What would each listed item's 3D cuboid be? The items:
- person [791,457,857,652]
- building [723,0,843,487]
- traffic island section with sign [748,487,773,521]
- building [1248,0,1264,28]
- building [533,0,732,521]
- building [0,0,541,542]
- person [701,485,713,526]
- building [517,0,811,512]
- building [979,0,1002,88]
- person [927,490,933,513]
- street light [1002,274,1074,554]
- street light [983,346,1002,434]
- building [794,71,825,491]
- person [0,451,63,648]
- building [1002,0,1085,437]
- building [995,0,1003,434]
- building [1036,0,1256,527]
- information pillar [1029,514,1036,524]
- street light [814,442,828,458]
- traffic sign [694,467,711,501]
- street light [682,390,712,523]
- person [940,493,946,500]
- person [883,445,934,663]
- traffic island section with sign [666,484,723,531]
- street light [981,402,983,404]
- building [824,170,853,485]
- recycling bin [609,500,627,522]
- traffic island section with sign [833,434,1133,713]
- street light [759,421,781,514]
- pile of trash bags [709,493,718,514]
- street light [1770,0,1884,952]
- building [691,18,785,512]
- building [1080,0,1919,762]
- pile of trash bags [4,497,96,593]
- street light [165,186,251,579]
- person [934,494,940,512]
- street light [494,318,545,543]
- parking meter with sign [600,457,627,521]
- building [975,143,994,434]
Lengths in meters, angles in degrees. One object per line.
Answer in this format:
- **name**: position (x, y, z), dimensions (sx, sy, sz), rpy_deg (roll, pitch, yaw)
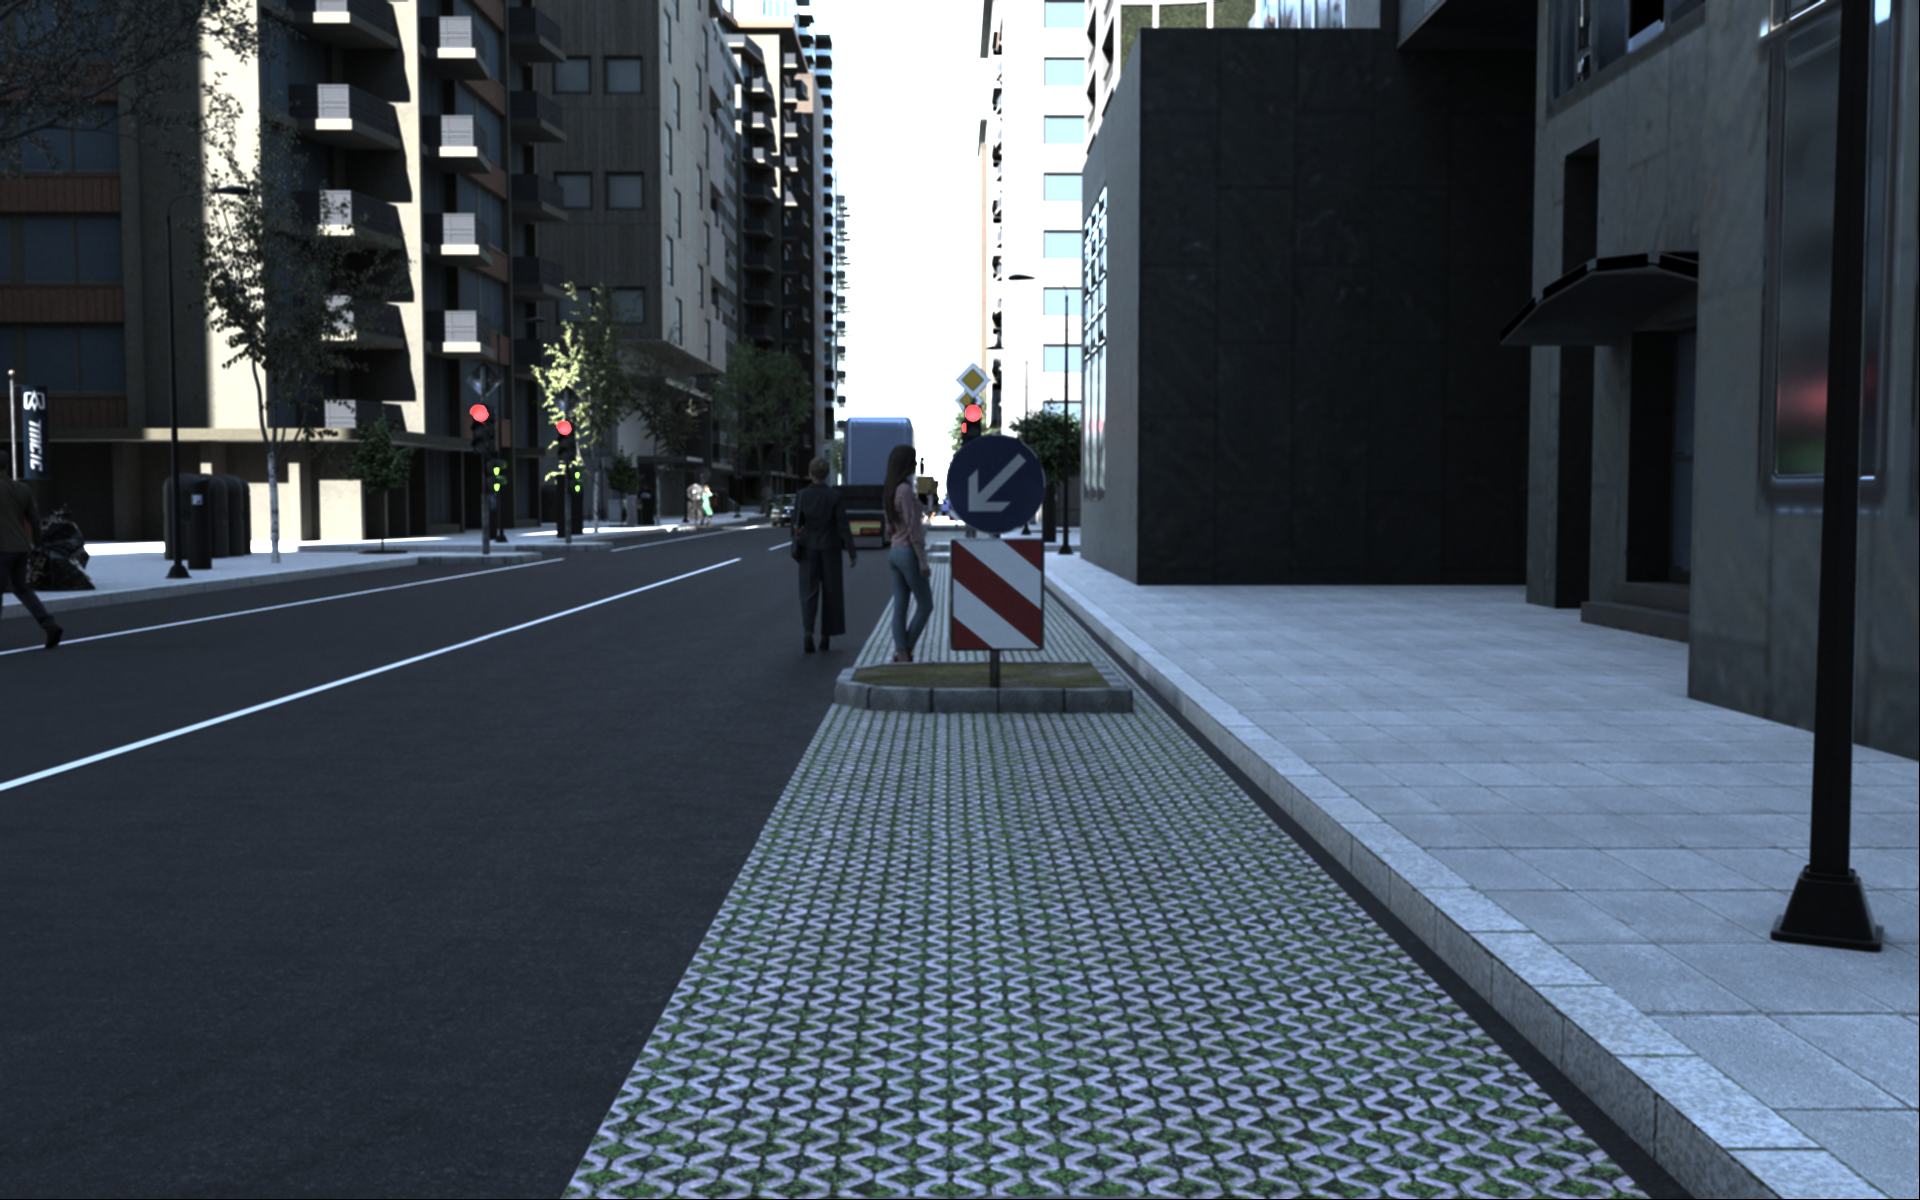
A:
- **person**: position (-1.254, -0.422, 15.822), dimensions (0.576, 1.772, 0.534), rpy_deg (-1, 4, -15)
- **building**: position (-25.737, -55.401, 218.478), dimensions (22.319, 86.520, 31.000), rpy_deg (0, 4, 0)
- **traffic island section with sign**: position (-10.479, -5.244, 94.365), dimensions (1.989, 1.847, 2.006), rpy_deg (0, 4, 0)
- **building**: position (16.943, -24.588, 52.121), dimensions (14.200, 45.320, 14.600), rpy_deg (0, 4, 0)
- **building**: position (-27.662, -30.891, 94.306), dimensions (28.713, 52.752, 27.495), rpy_deg (0, 4, 0)
- **building**: position (-26.048, -24.699, 58.447), dimensions (22.147, 44.769, 28.867), rpy_deg (0, 4, 0)
- **person**: position (-10.519, -3.854, 71.761), dimensions (0.529, 1.795, 0.600), rpy_deg (-1, 4, -16)
- **building**: position (-25.433, -30.835, 158.775), dimensions (22.147, 44.769, 28.867), rpy_deg (0, 4, 0)
- **building**: position (16.561, -36.174, 180.678), dimensions (28.713, 52.752, 27.495), rpy_deg (0, 4, 0)
- **person**: position (-2.286, -7.507, 131.900), dimensions (0.551, 1.740, 0.621), rpy_deg (1, 4, 19)
- **street light**: position (1.716, -3.929, 36.780), dimensions (1.470, 5.913, 1.316), rpy_deg (0, 4, 0)
- **street light**: position (1.547, -5.012, 54.485), dimensions (1.470, 5.913, 1.316), rpy_deg (0, 4, 0)
- **building**: position (-21.566, -32.447, 180.623), dimensions (14.600, 45.320, 14.200), rpy_deg (0, 4, 0)
- **person**: position (-8.735, -0.462, 15.965), dimensions (0.836, 1.842, 0.656), rpy_deg (-1, 4, -14)
- **building**: position (13.065, -34.432, 104.959), dimensions (21.231, 58.520, 28.212), rpy_deg (0, 4, 0)
- **building**: position (14.317, -30.468, 152.777), dimensions (22.147, 44.769, 28.867), rpy_deg (0, 4, 0)
- **building**: position (13.884, -38.613, 69.574), dimensions (20.563, 71.187, 20.611), rpy_deg (0, 4, 0)
- **information pillar**: position (3.089, -4.223, 73.534), dimensions (0.304, 2.012, 0.304), rpy_deg (0, 4, 5)
- **street light**: position (-12.371, -11.083, 153.742), dimensions (1.470, 5.913, 1.316), rpy_deg (0, 4, 0)
- **traffic sign**: position (-12.069, -4.958, 81.163), dimensions (0.768, 2.556, 0.104), rpy_deg (0, 4, 0)
- **street light**: position (-11.777, -6.429, 77.658), dimensions (1.470, 5.913, 1.316), rpy_deg (0, 4, 0)
- **person**: position (-1.017, -8.125, 141.299), dimensions (1.348, 1.831, 0.705), rpy_deg (1, 4, 20)
- **person**: position (-0.404, -0.322, 13.773), dimensions (0.388, 1.821, 0.555), rpy_deg (-3, 4, -36)
- **traffic island section with sign**: position (-10.302, -3.595, 67.411), dimensions (1.989, 1.847, 2.006), rpy_deg (0, 4, 0)
- **street light**: position (1.384, -7.009, 87.131), dimensions (1.470, 5.913, 1.316), rpy_deg (0, 4, 0)
- **building**: position (-27.083, -38.584, 250.464), dimensions (23.786, 49.044, 30.456), rpy_deg (0, 4, 0)
- **recycling bin**: position (-15.858, -4.149, 80.393), dimensions (0.722, 1.027, 0.722), rpy_deg (0, 4, 5)
- **traffic island section with sign**: position (0.125, -0.218, 12.190), dimensions (1.989, 1.847, 2.006), rpy_deg (0, 4, 0)
- **street light**: position (-12.077, -8.412, 110.078), dimensions (1.470, 5.913, 1.316), rpy_deg (0, 4, 0)
- **pile of trash bags**: position (-17.199, -6.215, 111.363), dimensions (3.447, 1.369, 1.912), rpy_deg (1, 4, 13)
- **street light**: position (1.977, -1.976, 4.850), dimensions (1.470, 5.913, 1.316), rpy_deg (0, 4, 0)
- **building**: position (-30.063, -26.924, 132.091), dimensions (32.217, 40.220, 23.993), rpy_deg (0, 4, 0)
- **building**: position (13.683, -43.066, 16.807), dimensions (22.319, 86.520, 31.000), rpy_deg (0, 4, 0)
- **pile of trash bags**: position (-13.020, -0.863, 23.859), dimensions (1.912, 1.369, 3.447), rpy_deg (-2, 4, -28)
- **street light**: position (-11.397, -3.286, 26.272), dimensions (1.470, 5.913, 1.316), rpy_deg (0, 4, 0)
- **person**: position (-1.827, -7.774, 138.837), dimensions (0.421, 1.427, 0.697), rpy_deg (-1, 4, -12)
- **street light**: position (-11.611, -4.476, 45.728), dimensions (1.470, 5.913, 1.316), rpy_deg (0, 4, 0)
- **parking meter with sign**: position (-15.984, -5.204, 81.352), dimensions (1.738, 3.016, 0.543), rpy_deg (0, 4, -7)
- **building**: position (9.355, -34.613, 216.027), dimensions (14.600, 45.320, 14.200), rpy_deg (0, 4, 0)
